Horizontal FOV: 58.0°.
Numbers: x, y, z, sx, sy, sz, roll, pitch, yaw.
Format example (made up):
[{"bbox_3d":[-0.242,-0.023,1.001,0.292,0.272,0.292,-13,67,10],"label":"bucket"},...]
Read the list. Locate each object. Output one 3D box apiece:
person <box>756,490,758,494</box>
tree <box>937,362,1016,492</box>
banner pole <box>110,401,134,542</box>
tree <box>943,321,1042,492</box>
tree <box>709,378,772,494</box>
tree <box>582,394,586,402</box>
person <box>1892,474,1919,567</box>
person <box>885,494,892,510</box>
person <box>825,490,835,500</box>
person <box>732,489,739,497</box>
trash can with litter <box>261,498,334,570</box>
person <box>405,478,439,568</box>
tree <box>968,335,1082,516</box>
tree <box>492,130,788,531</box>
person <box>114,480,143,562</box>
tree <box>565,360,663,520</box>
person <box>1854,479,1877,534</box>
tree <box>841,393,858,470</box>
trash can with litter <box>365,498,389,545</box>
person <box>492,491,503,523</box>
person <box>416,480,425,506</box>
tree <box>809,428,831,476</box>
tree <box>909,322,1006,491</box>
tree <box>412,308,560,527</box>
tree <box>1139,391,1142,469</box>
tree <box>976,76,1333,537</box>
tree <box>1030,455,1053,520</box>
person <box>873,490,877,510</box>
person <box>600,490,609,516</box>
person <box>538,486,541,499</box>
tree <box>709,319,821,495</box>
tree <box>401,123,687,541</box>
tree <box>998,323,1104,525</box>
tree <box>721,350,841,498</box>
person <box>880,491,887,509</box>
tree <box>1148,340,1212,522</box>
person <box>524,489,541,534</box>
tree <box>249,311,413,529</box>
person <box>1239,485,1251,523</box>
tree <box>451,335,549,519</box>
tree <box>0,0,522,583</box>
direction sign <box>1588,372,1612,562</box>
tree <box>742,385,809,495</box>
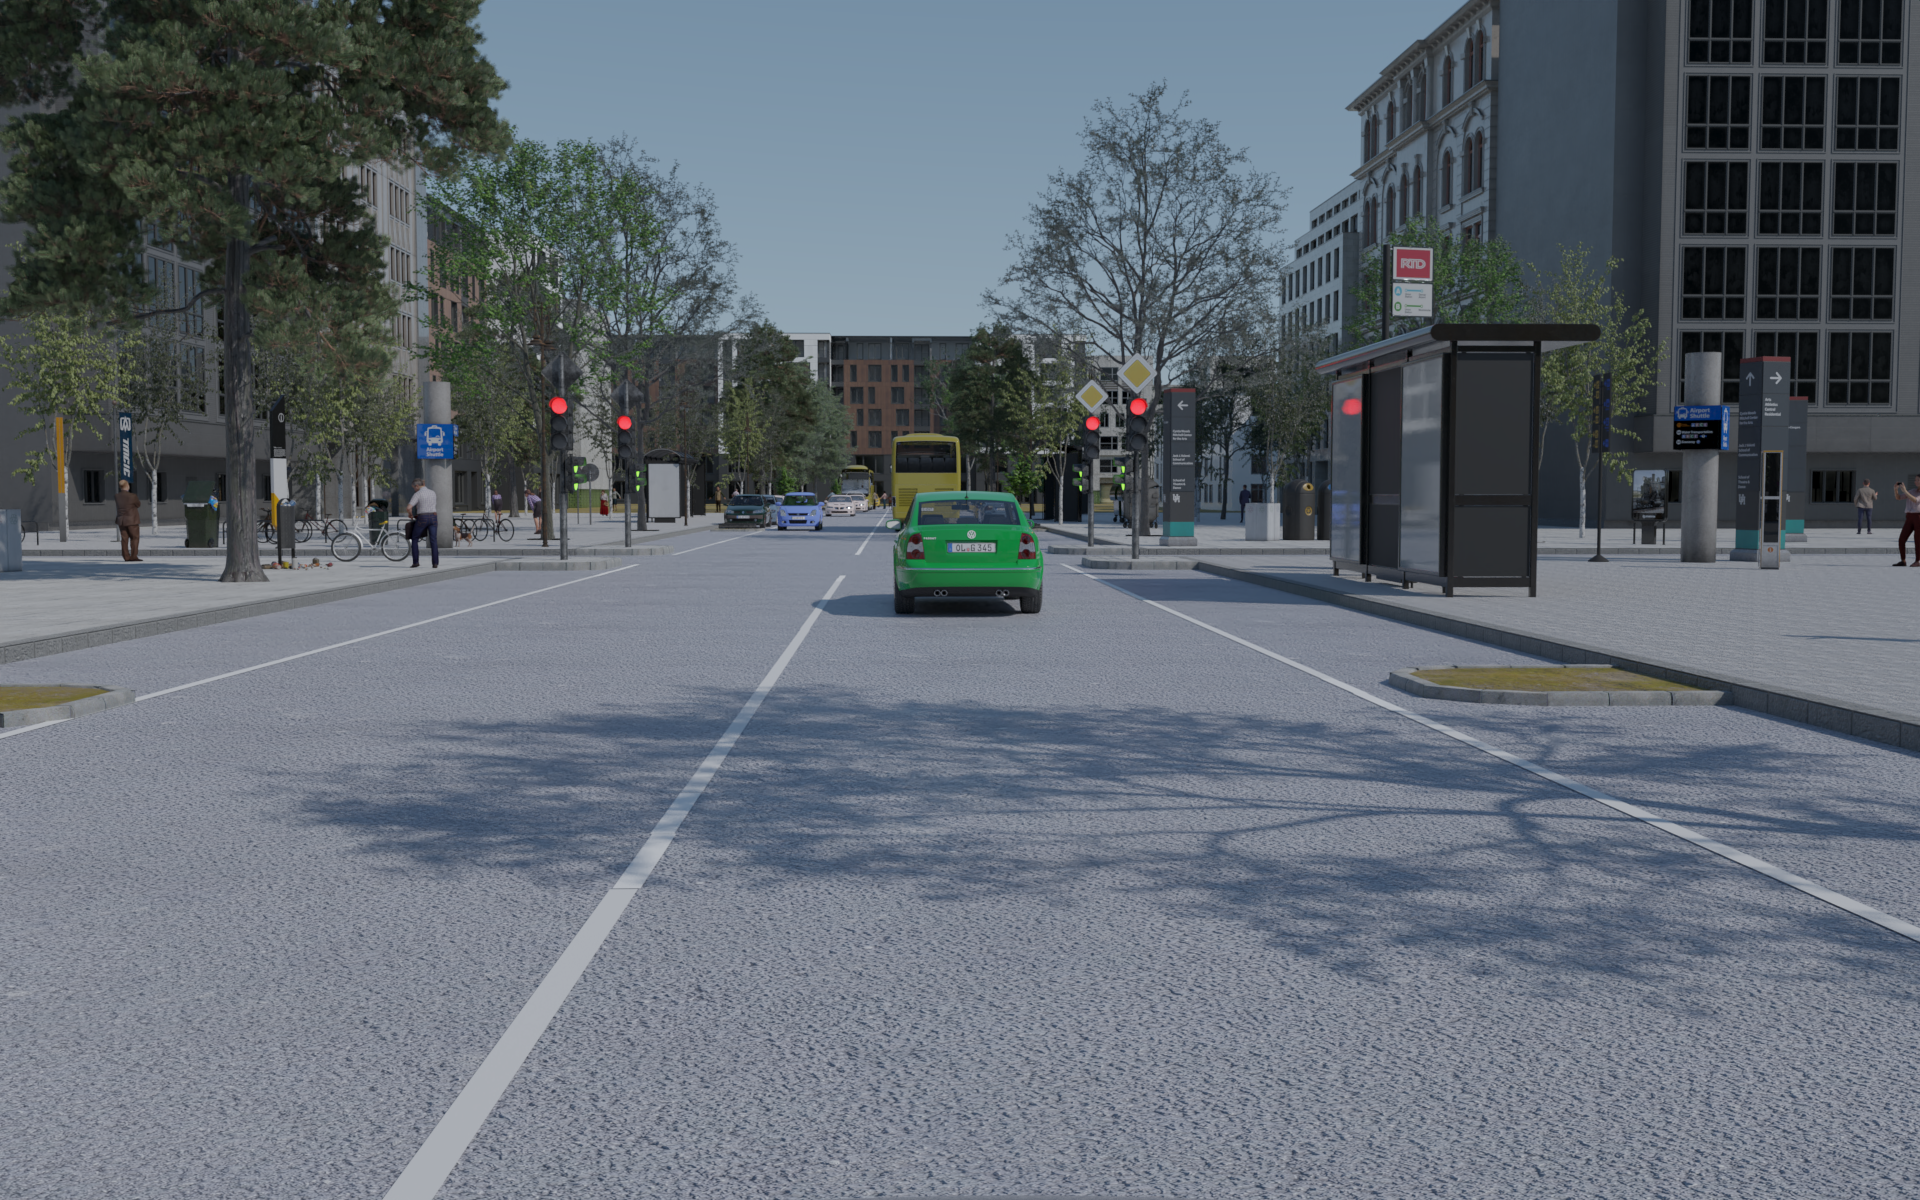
[{"bbox_3d":[-22.538,-11.301,191.341,0.721,1.766,1.217,0,4,8],"label":"person"},{"bbox_3d":[2.127,-12.836,135.619,9.928,11.665,9.643,0,3,0],"label":"tree"},{"bbox_3d":[-22.555,-3.464,46.646,0.401,3.779,0.863,1,4,15],"label":"banner pole"},{"bbox_3d":[2.120,-13.238,123.863,7.806,13.903,7.818,0,3,0],"label":"tree"},{"bbox_3d":[-13.546,-9.572,106.867,4.737,8.622,4.395,0,3,0],"label":"tree"},{"bbox_3d":[-24.634,-11.433,94.347,7.806,13.903,7.818,0,3,0],"label":"tree"},{"bbox_3d":[16.725,-1.404,30.465,0.566,1.644,0.517,2,4,25],"label":"person"},{"bbox_3d":[-6.194,-8.694,153.914,1.065,1.426,0.557,0,4,-6],"label":"person"},{"bbox_3d":[-12.089,-9.482,163.521,1.348,1.826,0.705,-2,4,-35],"label":"person"},{"bbox_3d":[-18.838,-8.506,146.061,0.756,1.711,0.436,3,4,36],"label":"person"},{"bbox_3d":[-11.487,-1.174,30.251,1.678,1.210,2.233,0,4,4],"label":"trash can with litter"},{"bbox_3d":[-9.333,-1.330,29.994,0.590,1.554,0.614,3,4,38],"label":"person"},{"bbox_3d":[3.975,-10.265,102.252,7.601,10.594,8.767,-1,4,-12],"label":"tree"},{"bbox_3d":[-11.157,-9.125,59.562,12.009,13.543,11.850,0,3,0],"label":"tree"},{"bbox_3d":[-15.802,-1.503,32.882,0.482,1.546,0.388,0,4,7],"label":"person"},{"bbox_3d":[-17.455,-8.300,86.063,4.360,8.622,3.978,0,3,0],"label":"tree"},{"bbox_3d":[28.975,-2.986,55.400,0.617,1.759,0.750,2,4,34],"label":"person"},{"bbox_3d":[-15.865,-17.175,187.470,9.857,13.997,8.962,0,3,0],"label":"tree"},{"bbox_3d":[-14.819,-1.988,43.887,0.624,1.170,1.055,-2,4,-26],"label":"trash can with litter"},{"bbox_3d":[-20.253,-4.067,75.766,0.421,1.427,0.697,-2,4,-26],"label":"person"},{"bbox_3d":[-18.277,-3.201,58.929,0.434,1.755,0.990,1,4,12],"label":"person"},{"bbox_3d":[-13.722,-12.365,152.536,4.360,8.622,3.978,0,3,0],"label":"tree"},{"bbox_3d":[0.685,-20.585,192.459,12.611,20.169,13.585,0,3,0],"label":"tree"},{"bbox_3d":[-18.690,-7.184,67.825,4.360,8.622,3.978,0,3,0],"label":"tree"},{"bbox_3d":[11.595,-9.616,107.583,4.360,8.622,3.978,0,3,0],"label":"tree"},{"bbox_3d":[5.539,-8.662,51.991,12.009,13.543,11.850,0,3,0],"label":"tree"},{"bbox_3d":[3.998,-5.616,86.424,1.663,3.219,1.824,0,3,0],"label":"tree"},{"bbox_3d":[-8.018,-9.325,160.978,0.705,1.823,1.348,2,4,31],"label":"person"},{"bbox_3d":[-20.666,-5.633,100.609,0.523,1.526,0.387,-1,4,-8],"label":"person"},{"bbox_3d":[-14.326,-3.137,59.608,0.388,1.546,0.482,-2,4,-35],"label":"person"},{"bbox_3d":[-14.128,-13.294,124.781,7.806,13.903,7.818,0,3,0],"label":"tree"},{"bbox_3d":[-11.505,-7.486,48.152,9.928,11.665,9.643,0,3,0],"label":"tree"},{"bbox_3d":[4.026,-7.430,71.842,4.737,8.622,4.395,0,3,0],"label":"tree"},{"bbox_3d":[-14.411,-14.055,136.462,9.857,13.997,8.962,0,3,0],"label":"tree"},{"bbox_3d":[-7.288,-9.553,165.406,0.721,1.736,1.217,2,4,28],"label":"person"},{"bbox_3d":[11.083,-7.927,79.964,4.360,8.622,3.978,0,3,0],"label":"tree"},{"bbox_3d":[-13.550,-2.806,55.159,0.697,1.427,0.421,1,4,17],"label":"person"},{"bbox_3d":[-22.349,-6.739,60.546,4.360,8.622,3.978,0,3,0],"label":"tree"},{"bbox_3d":[12.794,-4.327,77.712,0.541,1.710,0.530,0,4,8],"label":"person"},{"bbox_3d":[-21.850,-7.969,80.648,4.737,8.622,4.395,0,3,0],"label":"tree"},{"bbox_3d":[-10.421,-7.211,25.322,7.806,13.903,7.818,0,3,0],"label":"tree"},{"bbox_3d":[12.090,-2.489,32.691,0.379,3.537,0.876,0,4,0],"label":"direction sign"},{"bbox_3d":[-12.927,-10.095,115.416,4.360,8.622,3.978,0,3,0],"label":"tree"}]
